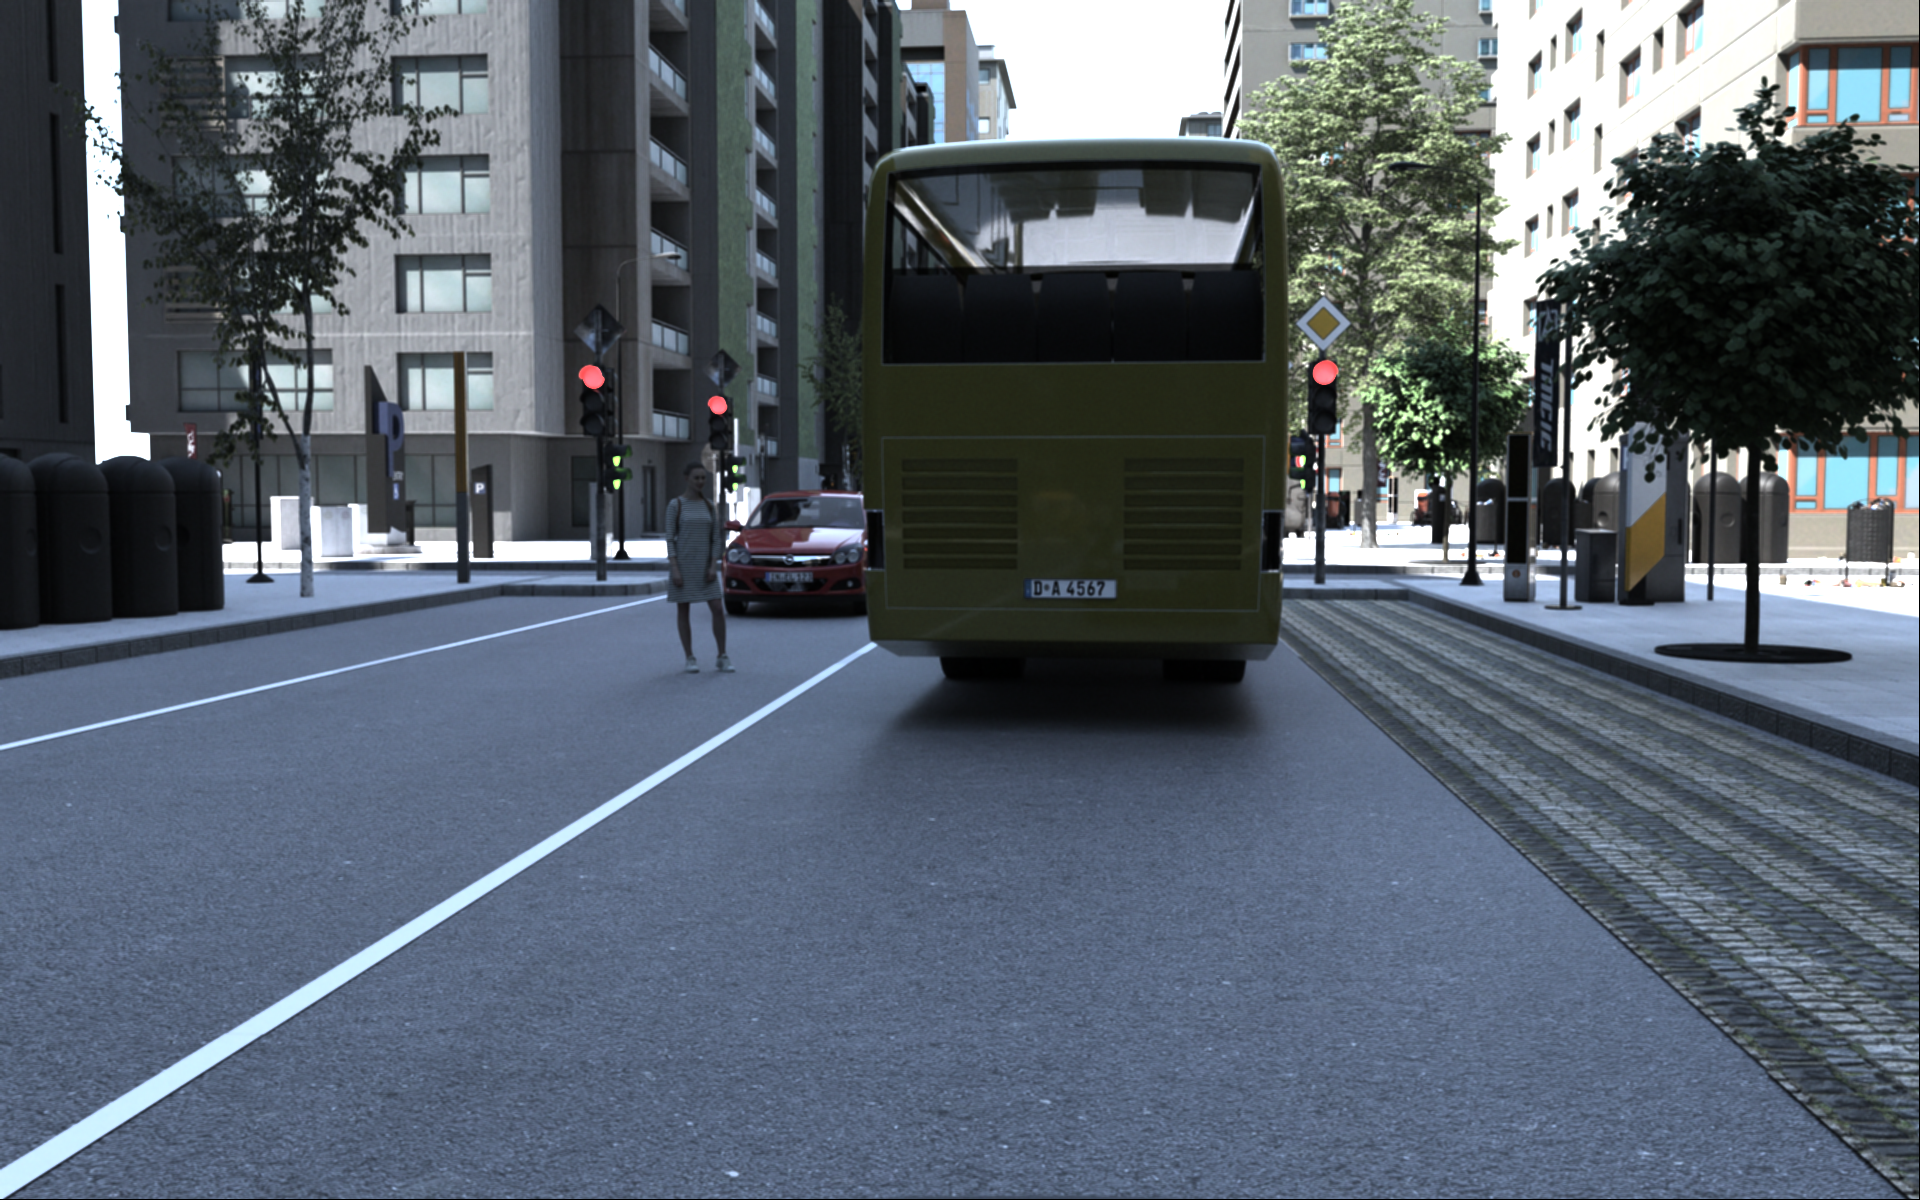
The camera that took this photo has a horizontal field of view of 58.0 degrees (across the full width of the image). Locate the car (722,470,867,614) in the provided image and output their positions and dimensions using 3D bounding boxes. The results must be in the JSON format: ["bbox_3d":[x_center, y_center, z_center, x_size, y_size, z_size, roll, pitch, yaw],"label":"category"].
[{"bbox_3d":[-1.843,-0.794,22.018,2.155,1.783,4.494,0,4,3],"label":"car"}]

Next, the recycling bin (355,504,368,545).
[{"bbox_3d":[-14.687,-1.857,42.918,0.722,1.027,0.722,-3,4,-36],"label":"recycling bin"}]

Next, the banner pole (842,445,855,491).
[{"bbox_3d":[-4.904,-5.330,77.166,0.863,3.779,0.401,-3,4,-39],"label":"banner pole"}]

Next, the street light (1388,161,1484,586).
[{"bbox_3d":[6.683,-3.167,24.317,1.470,5.913,1.316,0,4,5],"label":"street light"}]

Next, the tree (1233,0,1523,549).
[{"bbox_3d":[9.175,-7.437,39.717,7.486,12.596,7.792,0,3,0],"label":"tree"}]

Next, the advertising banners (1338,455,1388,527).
[{"bbox_3d":[15.905,-4.413,68.346,2.074,3.025,0.090,1,4,22],"label":"advertising banners"}]

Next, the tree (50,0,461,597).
[{"bbox_3d":[-8.399,-4.343,21.376,4.360,8.622,3.978,0,3,0],"label":"tree"}]

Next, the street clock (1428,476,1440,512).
[{"bbox_3d":[18.985,-3.966,69.410,0.471,2.002,0.358,1,4,20],"label":"street clock"}]

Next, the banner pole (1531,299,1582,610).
[{"bbox_3d":[6.685,-1.802,19.480,0.401,3.779,0.863,-1,4,-16],"label":"banner pole"}]

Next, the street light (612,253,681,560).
[{"bbox_3d":[-6.055,-3.730,33.533,1.470,5.913,1.316,0,4,5],"label":"street light"}]

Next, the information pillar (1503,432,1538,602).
[{"bbox_3d":[6.691,-0.988,20.654,0.304,2.012,0.304,2,4,34],"label":"information pillar"}]

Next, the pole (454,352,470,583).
[{"bbox_3d":[-7.170,-1.902,24.937,0.158,3.312,0.155,0,3,0],"label":"pole"}]

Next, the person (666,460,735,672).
[{"bbox_3d":[-2.141,-0.274,13.992,0.512,1.701,0.522,-2,4,-32],"label":"person"}]

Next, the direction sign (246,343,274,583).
[{"bbox_3d":[-10.176,-2.023,25.080,0.379,3.537,0.876,-2,4,-31],"label":"direction sign"}]

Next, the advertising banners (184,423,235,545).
[{"bbox_3d":[-18.821,-2.889,43.424,0.090,3.025,2.074,1,4,8],"label":"advertising banners"}]

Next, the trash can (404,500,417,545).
[{"bbox_3d":[-12.658,-1.683,39.165,0.748,1.137,0.748,0,3,0],"label":"trash can"}]

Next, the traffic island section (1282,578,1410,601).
[{"bbox_3d":[5.162,-0.151,24.753,2.009,0.180,2.903,0,4,5],"label":"traffic island section"}]

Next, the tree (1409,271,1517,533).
[{"bbox_3d":[15.907,-6.469,56.136,4.737,8.622,4.395,0,3,0],"label":"tree"}]

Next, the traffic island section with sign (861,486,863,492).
[{"bbox_3d":[-2.784,-2.787,54.190,1.989,1.847,2.006,0,4,5],"label":"traffic island section with sign"}]

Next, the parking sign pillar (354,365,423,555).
[{"bbox_3d":[-12.257,-2.967,36.977,1.447,3.967,1.447,0,4,0],"label":"parking sign pillar"}]

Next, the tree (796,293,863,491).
[{"bbox_3d":[-3.905,-6.950,63.995,4.737,8.622,4.395,0,3,0],"label":"tree"}]

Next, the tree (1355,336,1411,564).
[{"bbox_3d":[8.869,-2.937,31.726,4.285,4.588,4.351,0,3,0],"label":"tree"}]

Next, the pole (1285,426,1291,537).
[{"bbox_3d":[9.690,-3.522,51.425,0.158,3.312,0.155,0,3,0],"label":"pole"}]

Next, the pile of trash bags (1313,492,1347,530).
[{"bbox_3d":[13.297,-3.300,63.715,1.912,1.369,3.447,0,4,-6],"label":"pile of trash bags"}]

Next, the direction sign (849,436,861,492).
[{"bbox_3d":[-3.915,-4.653,68.068,0.876,3.537,0.379,1,4,8],"label":"direction sign"}]

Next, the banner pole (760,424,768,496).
[{"bbox_3d":[-7.013,-4.406,62.051,0.401,3.779,0.863,-2,4,-28],"label":"banner pole"}]

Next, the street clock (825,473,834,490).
[{"bbox_3d":[-4.563,-3.427,60.602,0.358,2.002,0.471,1,4,12],"label":"street clock"}]

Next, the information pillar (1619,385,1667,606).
[{"bbox_3d":[7.893,-1.747,19.916,0.504,3.616,0.183,-1,4,-17],"label":"information pillar"}]

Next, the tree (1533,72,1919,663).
[{"bbox_3d":[6.304,-1.838,13.769,4.285,4.588,4.351,0,3,0],"label":"tree"}]

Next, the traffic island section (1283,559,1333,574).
[{"bbox_3d":[5.876,-0.638,32.706,2.009,0.180,2.903,0,4,5],"label":"traffic island section"}]

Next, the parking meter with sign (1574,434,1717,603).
[{"bbox_3d":[8.242,-1.491,20.647,1.738,3.016,0.543,-1,4,-11],"label":"parking meter with sign"}]

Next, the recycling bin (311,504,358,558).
[{"bbox_3d":[-12.720,-1.369,34.942,0.722,1.027,0.722,-3,5,-43],"label":"recycling bin"}]

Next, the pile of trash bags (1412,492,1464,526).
[{"bbox_3d":[19.673,-3.800,71.875,1.912,1.369,3.447,2,4,33],"label":"pile of trash bags"}]

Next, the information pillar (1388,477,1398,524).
[{"bbox_3d":[18.568,-4.268,74.273,0.304,2.012,0.304,-2,4,-31],"label":"information pillar"}]

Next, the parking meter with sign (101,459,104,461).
[{"bbox_3d":[-43.862,-5.586,87.586,1.738,3.016,0.543,1,4,13],"label":"parking meter with sign"}]

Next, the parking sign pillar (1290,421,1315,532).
[{"bbox_3d":[11.480,-4.309,58.920,1.447,3.967,1.447,-1,4,-22],"label":"parking sign pillar"}]

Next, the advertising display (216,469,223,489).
[{"bbox_3d":[-19.602,-2.422,44.818,0.974,1.923,0.123,-2,4,-27],"label":"advertising display"}]

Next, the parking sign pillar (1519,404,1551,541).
[{"bbox_3d":[15.948,-3.657,48.265,1.447,3.967,1.447,-1,4,-10],"label":"parking sign pillar"}]
